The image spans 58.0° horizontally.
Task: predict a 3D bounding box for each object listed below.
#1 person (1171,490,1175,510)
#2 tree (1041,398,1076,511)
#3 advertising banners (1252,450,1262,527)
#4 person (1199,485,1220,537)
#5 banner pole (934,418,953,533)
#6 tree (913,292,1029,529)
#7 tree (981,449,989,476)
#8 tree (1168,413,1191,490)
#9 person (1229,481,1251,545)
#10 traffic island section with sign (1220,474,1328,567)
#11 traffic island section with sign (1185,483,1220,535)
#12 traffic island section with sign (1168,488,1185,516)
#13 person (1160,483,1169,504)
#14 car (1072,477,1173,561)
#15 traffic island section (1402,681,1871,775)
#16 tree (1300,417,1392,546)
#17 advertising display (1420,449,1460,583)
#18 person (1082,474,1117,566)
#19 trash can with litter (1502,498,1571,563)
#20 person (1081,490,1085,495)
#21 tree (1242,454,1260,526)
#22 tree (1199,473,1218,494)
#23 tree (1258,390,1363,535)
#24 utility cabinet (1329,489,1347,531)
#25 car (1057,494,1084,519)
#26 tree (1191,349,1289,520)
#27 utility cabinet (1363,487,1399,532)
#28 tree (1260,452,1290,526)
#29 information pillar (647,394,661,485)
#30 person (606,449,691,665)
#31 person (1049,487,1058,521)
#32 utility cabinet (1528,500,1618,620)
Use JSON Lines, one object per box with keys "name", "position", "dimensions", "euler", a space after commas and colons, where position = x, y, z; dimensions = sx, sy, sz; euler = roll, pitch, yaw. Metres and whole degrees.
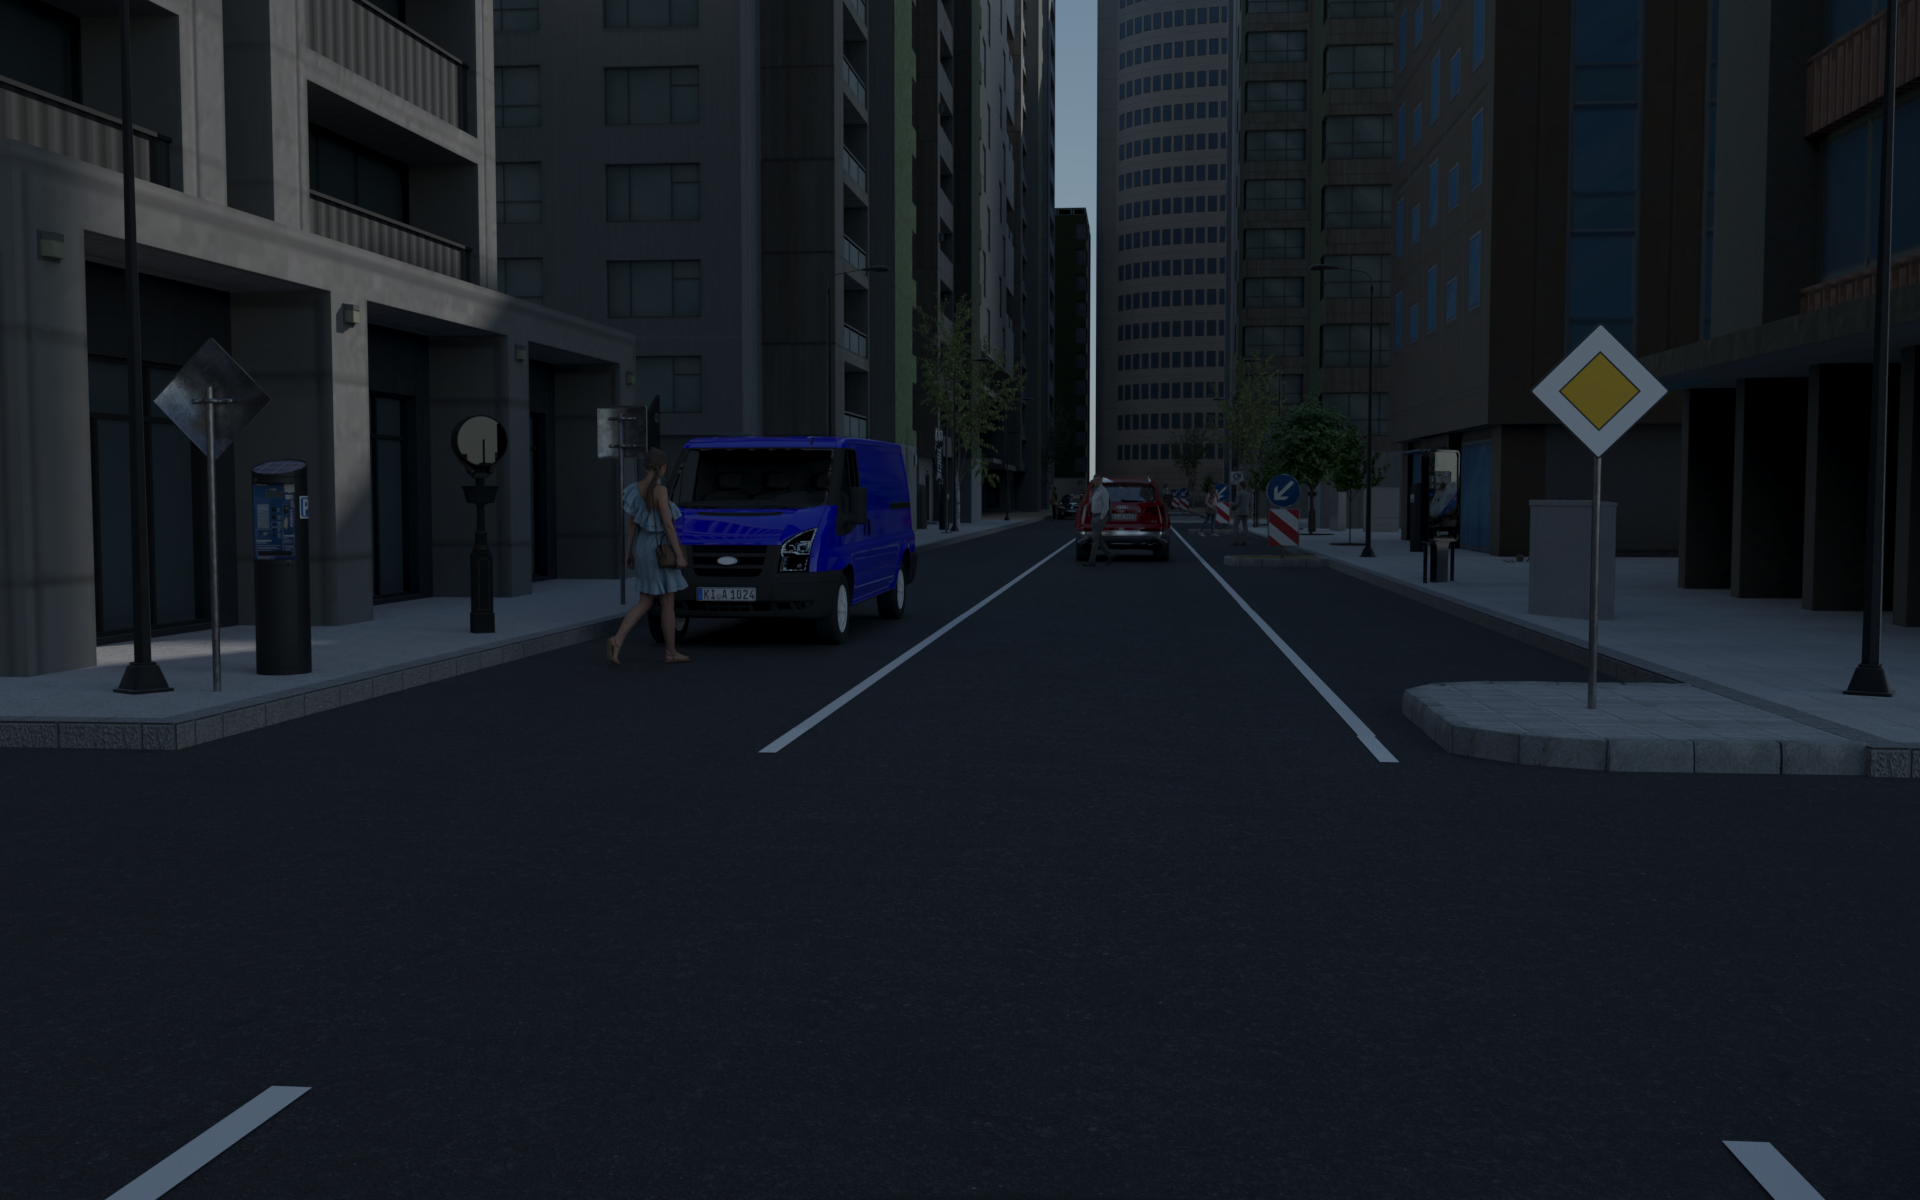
{"name": "person", "position": [18.600, -8.740, 151.365], "dimensions": [0.705, 1.831, 1.348], "euler": [2, 4, 26]}
{"name": "tree", "position": [6.722, -11.108, 131.983], "dimensions": [4.360, 8.622, 3.978], "euler": [0, 3, 0]}
{"name": "advertising banners", "position": [11.558, -4.346, 67.251], "dimensions": [0.090, 3.025, 2.074], "euler": [1, 4, 18]}
{"name": "person", "position": [8.416, -3.023, 58.509], "dimensions": [0.643, 1.750, 0.593], "euler": [3, 4, 36]}
{"name": "banner pole", "position": [-0.581, -4.078, 56.699], "dimensions": [0.401, 3.779, 0.863], "euler": [3, 4, 36]}
{"name": "tree", "position": [0.075, -6.903, 63.224], "dimensions": [4.737, 8.622, 4.395], "euler": [0, 3, 0]}
{"name": "tree", "position": [-0.305, -6.183, 84.811], "dimensions": [4.285, 4.588, 4.351], "euler": [0, 3, 0]}
{"name": "tree", "position": [20.574, -12.460, 154.089], "dimensions": [4.737, 8.622, 4.395], "euler": [0, 3, 0]}
{"name": "person", "position": [7.829, -2.434, 48.492], "dimensions": [0.606, 1.804, 0.583], "euler": [-3, 5, -43]}
{"name": "traffic island section with sign", "position": [6.376, -1.618, 35.074], "dimensions": [1.989, 1.847, 2.006], "euler": [0, 4, 6]}
{"name": "traffic island section with sign", "position": [9.174, -3.257, 61.884], "dimensions": [1.989, 1.847, 2.006], "euler": [0, 4, 6]}
{"name": "traffic island section with sign", "position": [14.391, -6.335, 112.210], "dimensions": [1.989, 1.847, 2.006], "euler": [0, 4, 6]}
{"name": "person", "position": [7.878, -3.571, 66.687], "dimensions": [0.447, 1.846, 0.655], "euler": [-1, 4, -13]}
{"name": "car", "position": [3.634, -1.837, 38.707], "dimensions": [2.281, 1.827, 5.304], "euler": [0, 4, 5]}
{"name": "traffic island section", "position": [3.795, 0.729, 10.359], "dimensions": [2.009, 0.180, 2.903], "euler": [0, 4, 6]}
{"name": "tree", "position": [9.669, -2.975, 43.235], "dimensions": [1.663, 3.219, 1.824], "euler": [0, 3, 0]}
{"name": "advertising display", "position": [6.977, -1.221, 25.180], "dimensions": [0.123, 1.923, 0.974], "euler": [3, 5, 42]}
{"name": "person", "position": [2.760, -1.583, 34.475], "dimensions": [0.850, 1.850, 0.679], "euler": [-2, 4, -26]}
{"name": "trash can with litter", "position": [11.141, -1.345, 33.051], "dimensions": [2.233, 1.210, 1.678], "euler": [-2, 4, -26]}
{"name": "person", "position": [9.533, -7.608, 133.337], "dimensions": [0.683, 1.767, 0.568], "euler": [0, 4, -4]}
{"name": "tree", "position": [12.634, -4.651, 70.650], "dimensions": [1.663, 3.219, 1.824], "euler": [0, 3, 0]}
{"name": "tree", "position": [21.075, -9.341, 147.328], "dimensions": [1.663, 3.219, 1.824], "euler": [0, 3, 0]}
{"name": "tree", "position": [10.969, -4.326, 54.446], "dimensions": [4.285, 4.588, 4.351], "euler": [0, 3, 0]}
{"name": "utility cabinet", "position": [13.138, -3.156, 60.278], "dimensions": [0.318, 1.500, 1.173], "euler": [0, 4, -2]}
{"name": "car", "position": [6.510, -5.455, 98.979], "dimensions": [2.009, 1.686, 4.222], "euler": [0, 4, 7]}
{"name": "tree", "position": [14.526, -8.349, 86.862], "dimensions": [4.737, 8.622, 4.395], "euler": [0, 3, 0]}
{"name": "utility cabinet", "position": [14.172, -3.035, 58.294], "dimensions": [1.173, 1.500, 0.318], "euler": [1, 4, 13]}
{"name": "tree", "position": [11.879, -4.158, 62.589], "dimensions": [1.663, 3.219, 1.824], "euler": [0, 3, 0]}
{"name": "information pillar", "position": [-7.165, -3.012, 40.607], "dimensions": [0.183, 3.616, 0.504], "euler": [1, 4, 19]}
{"name": "person", "position": [-2.566, -0.360, 14.488], "dimensions": [0.778, 1.811, 0.616], "euler": [-3, 5, -43]}
{"name": "person", "position": [5.007, -5.121, 92.324], "dimensions": [0.705, 1.812, 1.348], "euler": [-1, 4, -10]}
{"name": "utility cabinet", "position": [6.383, -0.422, 18.069], "dimensions": [0.306, 1.237, 1.020], "euler": [-1, 4, -20]}
